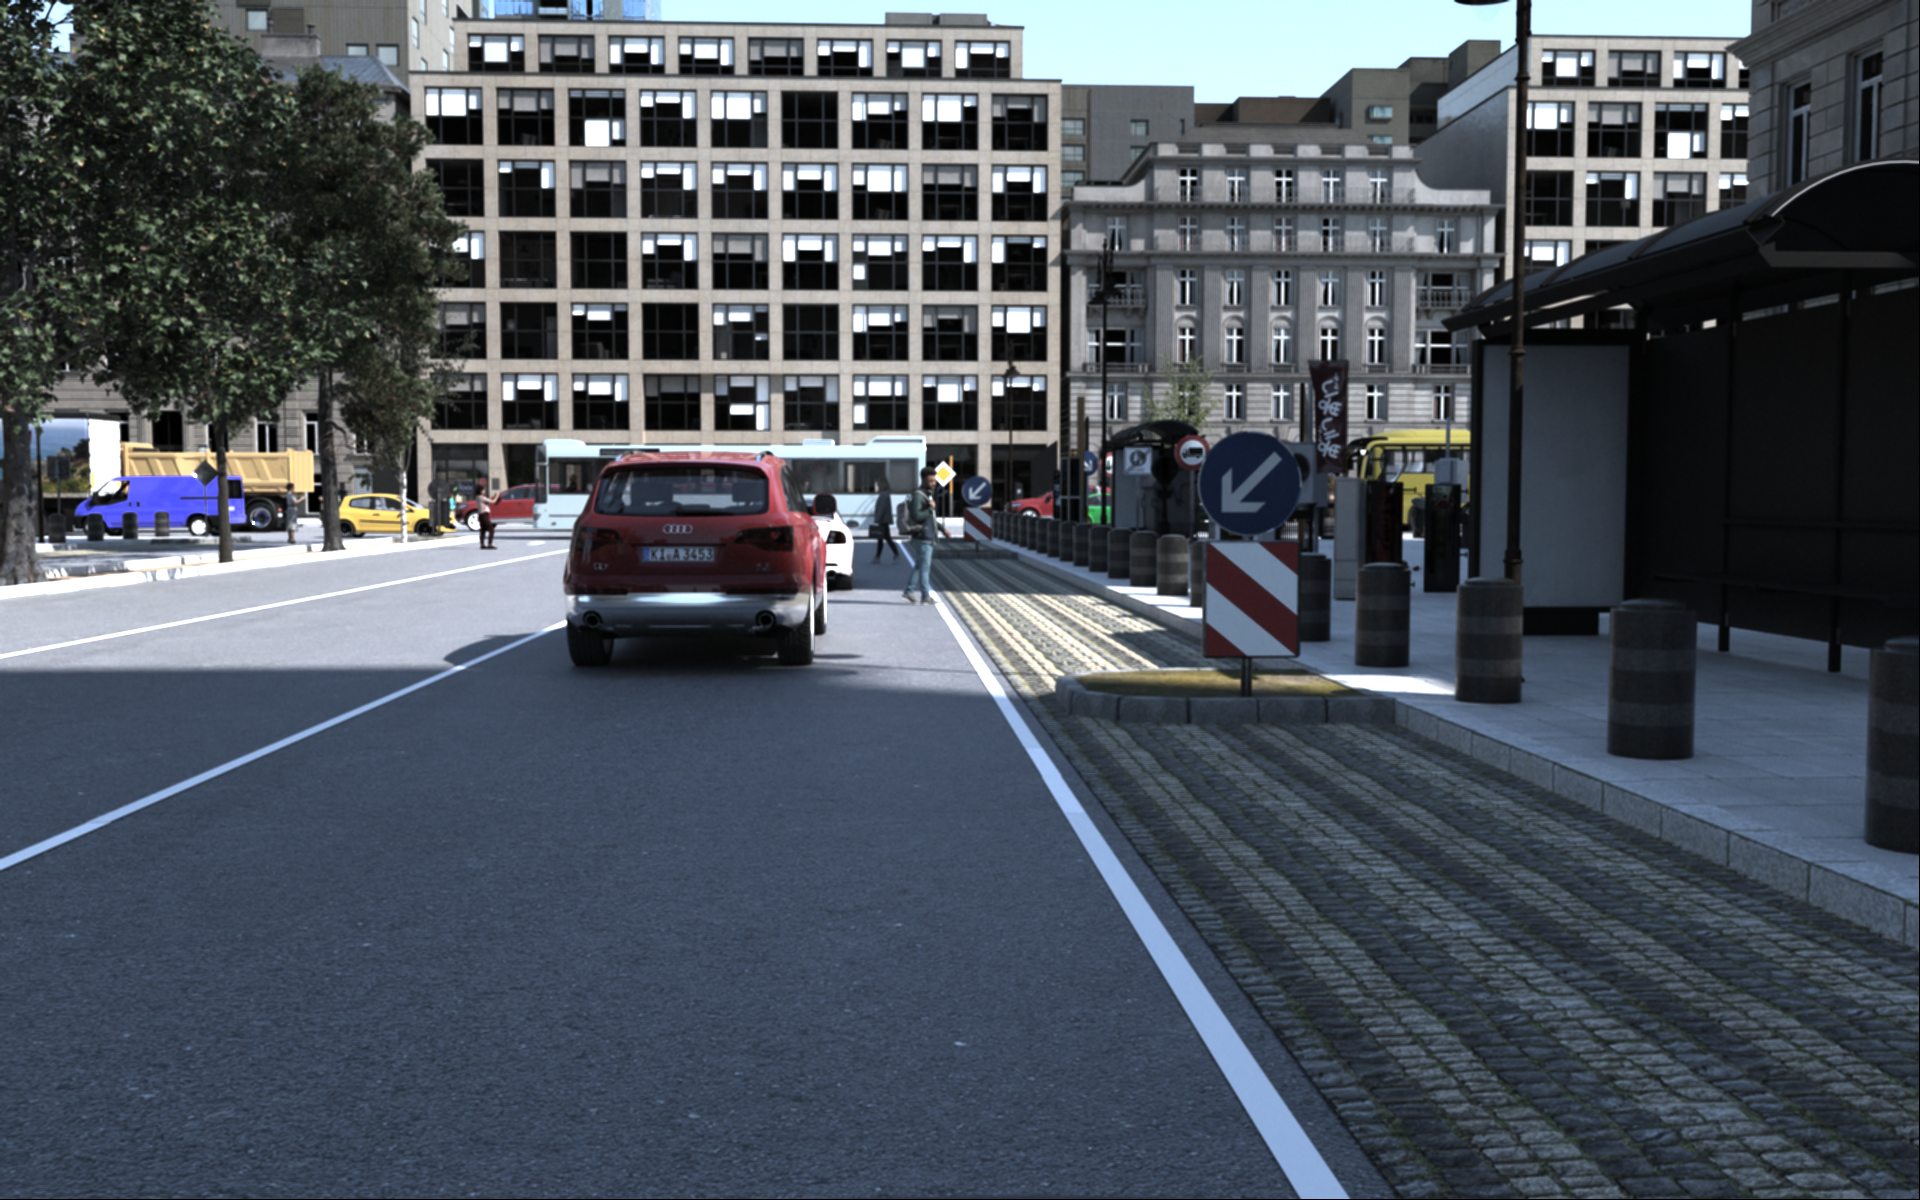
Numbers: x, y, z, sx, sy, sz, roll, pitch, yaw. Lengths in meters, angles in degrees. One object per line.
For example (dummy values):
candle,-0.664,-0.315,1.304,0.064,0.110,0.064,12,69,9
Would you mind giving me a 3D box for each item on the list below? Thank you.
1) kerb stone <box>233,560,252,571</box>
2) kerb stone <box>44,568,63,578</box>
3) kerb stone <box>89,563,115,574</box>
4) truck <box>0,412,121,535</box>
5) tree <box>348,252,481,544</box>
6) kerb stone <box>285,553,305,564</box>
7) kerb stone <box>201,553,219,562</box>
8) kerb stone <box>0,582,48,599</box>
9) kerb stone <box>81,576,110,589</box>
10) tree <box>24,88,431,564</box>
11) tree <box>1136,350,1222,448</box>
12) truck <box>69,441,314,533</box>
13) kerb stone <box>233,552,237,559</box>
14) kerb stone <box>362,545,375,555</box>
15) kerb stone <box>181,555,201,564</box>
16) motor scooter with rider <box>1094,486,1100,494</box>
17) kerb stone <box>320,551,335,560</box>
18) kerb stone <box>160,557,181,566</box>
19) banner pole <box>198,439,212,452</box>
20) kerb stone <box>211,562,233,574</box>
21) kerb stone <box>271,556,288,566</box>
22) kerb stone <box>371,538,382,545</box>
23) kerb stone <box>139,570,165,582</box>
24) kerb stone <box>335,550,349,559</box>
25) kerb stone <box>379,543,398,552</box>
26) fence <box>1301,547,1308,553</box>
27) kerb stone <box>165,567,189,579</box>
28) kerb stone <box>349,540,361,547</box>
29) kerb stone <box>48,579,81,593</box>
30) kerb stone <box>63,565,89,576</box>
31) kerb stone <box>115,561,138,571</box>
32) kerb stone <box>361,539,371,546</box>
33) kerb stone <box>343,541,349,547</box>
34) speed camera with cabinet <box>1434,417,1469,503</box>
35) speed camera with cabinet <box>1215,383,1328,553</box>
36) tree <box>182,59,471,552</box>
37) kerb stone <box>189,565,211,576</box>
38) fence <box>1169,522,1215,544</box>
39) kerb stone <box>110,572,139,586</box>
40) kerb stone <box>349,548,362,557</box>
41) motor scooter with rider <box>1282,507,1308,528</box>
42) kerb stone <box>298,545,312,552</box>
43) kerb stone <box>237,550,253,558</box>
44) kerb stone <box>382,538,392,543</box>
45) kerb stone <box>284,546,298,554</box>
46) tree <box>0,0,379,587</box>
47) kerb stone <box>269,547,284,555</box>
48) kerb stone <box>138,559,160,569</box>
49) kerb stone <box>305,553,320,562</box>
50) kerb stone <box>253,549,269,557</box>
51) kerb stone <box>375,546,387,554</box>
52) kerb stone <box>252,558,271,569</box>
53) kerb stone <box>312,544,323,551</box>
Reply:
kerb stone,-13.620,-0.638,32.631,0.120,0.150,1.000,0,4,-3
kerb stone,-15.554,-0.433,29.367,0.120,0.150,1.000,0,4,-3
kerb stone,-15.661,-0.564,31.419,0.120,0.150,1.000,0,4,-3
truck,-35.350,-4.362,60.227,11.283,4.237,2.839,0,4,-1
tree,-15.504,-5.833,48.194,4.360,8.622,3.978,0,3,0
kerb stone,-13.785,-0.825,35.703,0.120,0.150,1.000,0,4,-3
kerb stone,-15.940,-0.875,36.539,0.120,0.150,1.000,0,4,-3
kerb stone,-13.193,-0.135,24.415,0.120,0.150,1.000,0,4,-3
kerb stone,-13.301,-0.261,26.463,0.120,0.150,1.000,0,4,-3
tree,-14.623,-5.975,34.563,8.767,10.594,7.601,0,4,-3
tree,11.145,-8.390,87.531,4.737,8.622,4.395,0,3,0
truck,-29.714,-4.246,65.339,9.791,3.379,3.469,0,4,-4
kerb stone,-15.991,-0.939,37.565,0.120,0.150,1.000,0,4,-3
kerb stone,-14.062,-1.140,40.838,0.120,0.150,1.000,0,4,-3
kerb stone,-15.880,-0.814,35.515,0.120,0.150,1.000,0,4,-3
motor scooter with rider,4.989,-3.521,66.536,1.986,1.779,0.876,0,4,-1
kerb stone,-13.903,-0.947,37.766,0.120,0.150,1.000,0,4,-3
kerb stone,-15.824,-0.752,34.491,0.120,0.150,1.000,0,4,-3
banner pole,-33.869,-5.374,77.884,0.401,3.779,0.863,2,4,29
kerb stone,-13.565,-0.575,31.607,0.120,0.150,1.000,0,4,-3
kerb stone,-13.727,-0.764,34.679,0.120,0.150,1.000,0,4,-3
kerb stone,-16.588,-1.631,48.868,0.120,0.150,1.000,0,4,-3
kerb stone,-13.409,-0.387,28.523,0.120,0.150,1.000,0,4,-3
kerb stone,-13.950,-1.014,38.791,0.120,0.150,1.000,0,4,-3
kerb stone,-14.172,-1.265,42.886,0.120,0.150,1.000,0,4,-3
fence,3.712,-0.218,18.932,0.278,0.683,2.069,1,4,16
kerb stone,-13.453,-0.450,29.554,0.120,0.150,1.000,0,4,-3
kerb stone,-16.482,-1.506,46.818,0.120,0.150,1.000,0,4,-3
kerb stone,-13.239,-0.194,25.440,0.120,0.150,1.000,0,4,-3
kerb stone,-15.612,-0.500,30.390,0.120,0.150,1.000,0,4,-3
kerb stone,-15.716,-0.627,32.443,0.120,0.150,1.000,0,4,-3
kerb stone,-16.539,-1.569,47.842,0.120,0.150,1.000,0,4,-3
kerb stone,-16.427,-1.442,45.789,0.120,0.150,1.000,0,4,-3
speed camera with cabinet,13.097,-3.039,44.032,0.660,3.252,2.038,-3,5,-42
speed camera with cabinet,5.611,-2.259,31.266,2.038,3.252,0.660,3,5,42
tree,-15.578,-7.212,42.431,6.751,12.117,7.091,0,3,0
kerb stone,-13.519,-0.509,30.578,0.120,0.150,1.000,0,4,-3
fence,4.959,-1.275,36.228,0.278,0.683,2.069,-3,5,-41
kerb stone,-13.345,-0.324,27.487,0.120,0.150,1.000,0,4,-3
kerb stone,-14.004,-1.073,39.815,0.120,0.150,1.000,0,4,-3
motor scooter with rider,13.925,-3.818,71.388,1.986,1.779,0.876,0,4,-3
kerb stone,-16.267,-1.253,42.712,0.120,0.150,1.000,0,4,-3
kerb stone,-16.043,-1.002,38.597,0.120,0.150,1.000,0,4,-3
kerb stone,-16.642,-1.694,49.892,0.120,0.150,1.000,0,4,-3
kerb stone,-16.212,-1.190,41.674,0.120,0.150,1.000,0,4,-3
tree,-14.168,-6.505,25.820,9.611,12.733,9.660,0,3,0
kerb stone,-16.152,-1.129,40.649,0.120,0.150,1.000,0,4,-3
kerb stone,-15.775,-0.689,33.467,0.120,0.150,1.000,0,4,-3
kerb stone,-13.848,-0.889,36.738,0.120,0.150,1.000,0,4,-3
kerb stone,-16.102,-1.066,39.624,0.120,0.150,1.000,0,4,-3
kerb stone,-14.111,-1.195,41.863,0.120,0.150,1.000,0,4,-3
kerb stone,-13.677,-0.701,33.655,0.120,0.150,1.000,0,4,-3
kerb stone,-16.316,-1.317,43.737,0.120,0.150,1.000,0,4,-3
